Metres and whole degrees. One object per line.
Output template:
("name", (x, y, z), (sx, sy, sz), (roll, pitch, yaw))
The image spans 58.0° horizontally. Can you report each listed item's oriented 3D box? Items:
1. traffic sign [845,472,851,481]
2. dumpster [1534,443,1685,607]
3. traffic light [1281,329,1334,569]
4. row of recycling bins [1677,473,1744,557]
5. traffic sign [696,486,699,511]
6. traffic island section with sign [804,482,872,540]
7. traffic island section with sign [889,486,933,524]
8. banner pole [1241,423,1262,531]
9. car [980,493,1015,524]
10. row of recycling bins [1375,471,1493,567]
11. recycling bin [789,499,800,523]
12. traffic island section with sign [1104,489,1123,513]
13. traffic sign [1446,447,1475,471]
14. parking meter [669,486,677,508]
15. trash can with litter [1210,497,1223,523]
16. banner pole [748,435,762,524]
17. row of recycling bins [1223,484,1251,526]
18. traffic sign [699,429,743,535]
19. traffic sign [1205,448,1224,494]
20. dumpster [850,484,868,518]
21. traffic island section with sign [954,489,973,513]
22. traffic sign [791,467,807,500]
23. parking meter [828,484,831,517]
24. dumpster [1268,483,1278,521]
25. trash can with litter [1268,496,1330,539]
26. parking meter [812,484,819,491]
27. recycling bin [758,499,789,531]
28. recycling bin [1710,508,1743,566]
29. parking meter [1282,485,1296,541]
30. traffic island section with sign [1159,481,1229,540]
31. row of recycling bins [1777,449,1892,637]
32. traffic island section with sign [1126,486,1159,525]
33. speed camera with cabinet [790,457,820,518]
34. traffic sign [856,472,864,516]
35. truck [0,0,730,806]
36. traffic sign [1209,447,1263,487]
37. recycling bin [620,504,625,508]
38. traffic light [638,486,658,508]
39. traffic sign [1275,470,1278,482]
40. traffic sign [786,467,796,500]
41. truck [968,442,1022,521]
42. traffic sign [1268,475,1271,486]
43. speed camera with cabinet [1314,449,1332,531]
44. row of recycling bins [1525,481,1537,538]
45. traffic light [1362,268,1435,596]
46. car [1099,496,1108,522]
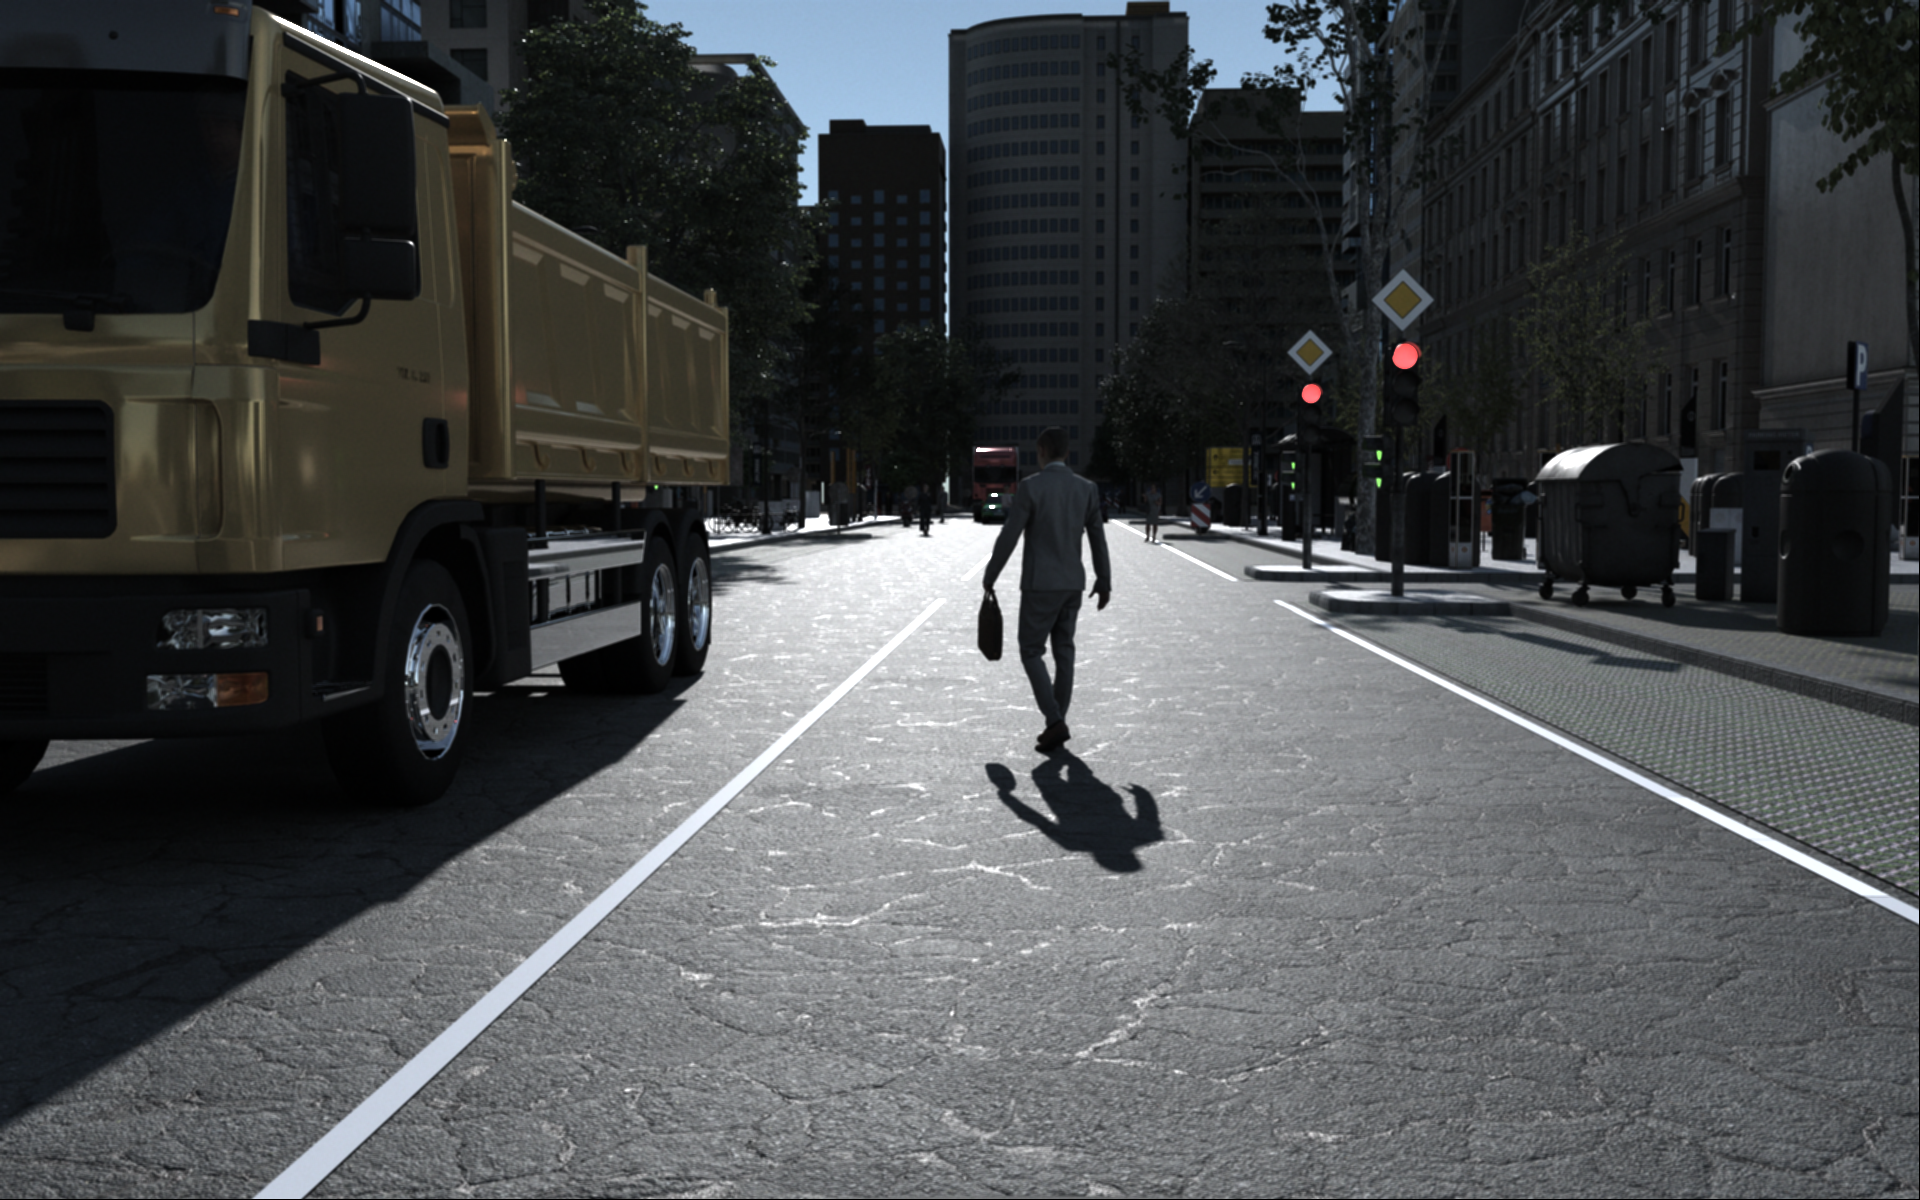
("traffic sign", (-6.381, -6.189, 101.301), (0.768, 2.556, 0.104), (1, 4, 11))
("dumpster", (7.625, -0.893, 20.365), (1.264, 1.857, 1.865), (0, 4, 3))
("traffic light", (5.945, -2.491, 29.653), (0.839, 4.253, 0.868), (0, 4, 3))
("row of recycling bins", (15.235, -1.683, 34.628), (1.069, 1.692, 3.534), (1, 4, 15))
("traffic sign", (-7.902, -3.185, 52.174), (0.768, 2.556, 0.104), (1, 4, 11))
("traffic island section with sign", (-3.844, -2.838, 55.034), (1.989, 1.847, 2.006), (0, 4, 3))
("traffic island section with sign", (-2.284, -4.494, 82.104), (1.989, 1.847, 2.006), (0, 4, 3))
("banner pole", (10.246, -4.321, 60.670), (0.401, 3.779, 0.863), (-3, 5, -42))
("car", (2.002, -4.592, 83.869), (1.959, 1.807, 4.718), (0, 4, 4))
("row of recycling bins", (8.565, -1.519, 31.950), (1.069, 1.692, 3.534), (0, 4, -6))
("recycling bin", (-7.434, -3.994, 77.857), (0.722, 1.027, 0.722), (0, 4, 8))
("traffic island section with sign", (11.852, -7.514, 131.483), (1.989, 1.847, 2.006), (0, 4, 3))
("traffic sign", (13.643, -2.885, 47.275), (0.768, 2.556, 0.104), (1, 4, 11))
("parking meter", (-16.755, -5.841, 101.208), (0.399, 1.863, 0.255), (1, 4, 22))
("trash can with litter", (11.665, -4.038, 77.413), (1.055, 1.170, 0.624), (2, 4, 23))
("banner pole", (-8.726, -5.101, 73.419), (0.863, 3.779, 0.401), (2, 4, 29))
("row of recycling bins", (11.492, -3.968, 71.996), (1.069, 1.692, 3.534), (1, 4, 15))
("traffic sign", (-7.926, -3.716, 54.628), (2.265, 3.308, 0.079), (1, 4, 12))
("traffic sign", (11.855, -5.004, 75.686), (2.265, 3.308, 0.079), (0, 4, 6))
("dumpster", (-5.768, -5.447, 94.825), (1.264, 1.857, 1.865), (0, 4, 3))
("traffic island section with sign", (0.605, -7.552, 132.101), (1.989, 1.847, 2.006), (0, 4, 3))
("traffic sign", (-7.525, -4.953, 81.083), (0.768, 2.556, 0.104), (0, 4, 5))
("parking meter", (-7.088, -5.481, 95.317), (0.255, 1.863, 0.399), (1, 4, 17))
("dumpster", (15.665, -4.776, 83.839), (1.264, 1.857, 1.865), (0, 4, 3))
("trash can with litter", (9.857, -2.373, 49.859), (1.678, 1.210, 2.233), (0, 4, -1))
("parking meter", (-8.046, -5.553, 96.496), (0.399, 1.863, 0.255), (-1, 4, -9))
("recycling bin", (-6.661, -2.983, 61.328), (0.722, 1.027, 0.722), (-3, 5, -41))
("recycling bin", (13.954, -1.136, 31.132), (0.722, 1.027, 0.722), (3, 5, 43))
("parking meter", (9.025, -2.391, 47.496), (0.372, 1.533, 0.369), (0, 3, 0))
("traffic island section with sign", (7.415, -2.813, 54.612), (1.989, 1.847, 2.006), (0, 4, 3))
("row of recycling bins", (8.621, -0.608, 17.052), (1.069, 1.692, 3.534), (2, 4, 26))
("traffic island section with sign", (8.985, -4.468, 81.678), (1.989, 1.847, 2.006), (0, 4, 3))
("speed camera with cabinet", (-8.340, -6.053, 93.299), (0.660, 3.252, 2.038), (2, 4, 29))
("traffic sign", (-5.888, -6.052, 99.061), (0.768, 2.556, 0.104), (1, 4, 12))
("truck", (-3.519, -0.870, 10.144), (3.469, 3.379, 9.791), (0, 4, 3))
("traffic sign", (11.838, -4.924, 74.375), (2.265, 3.308, 0.079), (0, 4, 4))
("recycling bin", (-8.783, -1.854, 42.871), (0.722, 1.027, 0.722), (3, 4, 38))
("traffic light", (-5.548, -2.531, 30.297), (0.839, 4.253, 0.868), (0, 4, 3))
("traffic sign", (16.072, -5.277, 86.392), (0.768, 2.556, 0.104), (0, 4, 4))
("traffic sign", (-7.800, -4.965, 81.283), (0.768, 2.556, 0.104), (1, 4, 9))
("truck", (1.998, -6.555, 96.091), (2.839, 4.237, 11.283), (0, 4, 2))
("traffic sign", (15.800, -5.351, 89.615), (0.606, 2.300, 0.079), (0, 4, 6))
("speed camera with cabinet", (12.285, -4.008, 59.869), (2.038, 3.252, 0.660), (-1, 4, -10))
("row of recycling bins", (17.047, -2.719, 51.564), (1.069, 1.692, 3.534), (-2, 4, -23))
("traffic light", (5.486, -2.004, 21.681), (0.839, 4.253, 0.868), (0, 4, 3))
("car", (6.691, -4.687, 89.220), (1.945, 1.354, 3.894), (0, 4, 1))
